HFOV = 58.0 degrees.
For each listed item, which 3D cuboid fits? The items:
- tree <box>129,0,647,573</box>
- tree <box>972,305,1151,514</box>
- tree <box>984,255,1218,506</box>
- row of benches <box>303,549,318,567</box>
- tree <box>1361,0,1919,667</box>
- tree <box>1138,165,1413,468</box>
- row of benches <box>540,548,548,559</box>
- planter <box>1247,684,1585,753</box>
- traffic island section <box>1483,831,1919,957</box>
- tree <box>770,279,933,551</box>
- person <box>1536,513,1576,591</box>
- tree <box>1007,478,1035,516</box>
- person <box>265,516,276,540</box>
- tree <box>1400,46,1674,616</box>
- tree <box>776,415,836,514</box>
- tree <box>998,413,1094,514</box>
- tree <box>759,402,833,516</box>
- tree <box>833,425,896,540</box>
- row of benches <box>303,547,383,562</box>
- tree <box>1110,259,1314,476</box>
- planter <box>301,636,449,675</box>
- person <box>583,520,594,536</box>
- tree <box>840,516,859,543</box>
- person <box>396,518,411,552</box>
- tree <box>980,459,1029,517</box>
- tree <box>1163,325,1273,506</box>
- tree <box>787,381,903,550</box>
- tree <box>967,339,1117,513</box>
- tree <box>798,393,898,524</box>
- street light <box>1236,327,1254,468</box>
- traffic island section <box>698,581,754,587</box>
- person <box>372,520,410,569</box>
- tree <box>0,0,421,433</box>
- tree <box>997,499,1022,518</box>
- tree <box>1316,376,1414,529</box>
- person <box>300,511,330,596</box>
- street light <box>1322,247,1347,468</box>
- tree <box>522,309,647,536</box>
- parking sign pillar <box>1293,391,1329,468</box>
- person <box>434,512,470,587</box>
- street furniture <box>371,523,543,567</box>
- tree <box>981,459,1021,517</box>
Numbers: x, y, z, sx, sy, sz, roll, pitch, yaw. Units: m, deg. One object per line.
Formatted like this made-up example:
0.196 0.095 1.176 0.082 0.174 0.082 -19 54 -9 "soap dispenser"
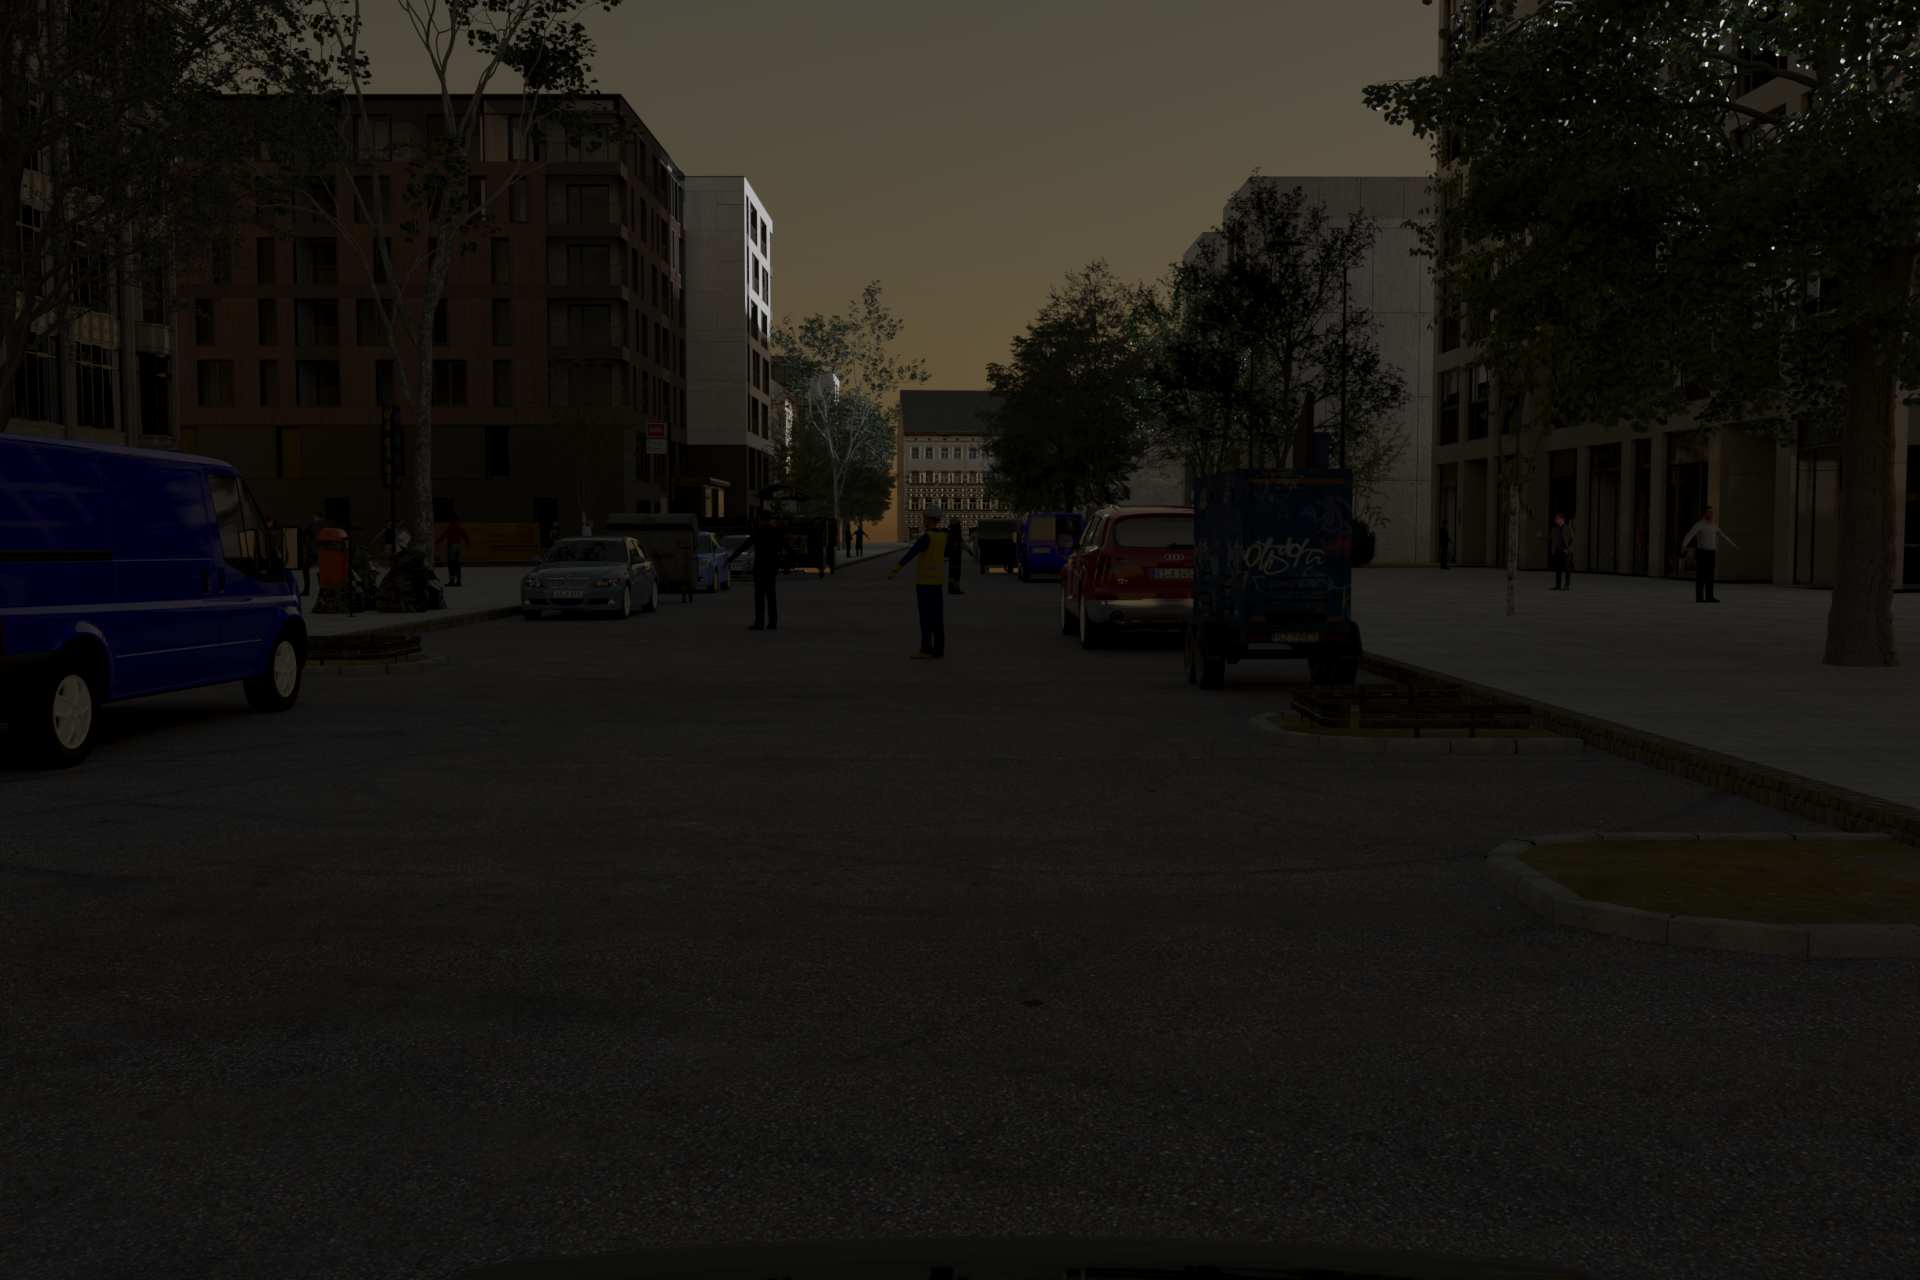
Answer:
-12.913 -11.272 40.189 12.611 20.169 13.585 0 3 0 "tree"
5.776 -11.417 93.326 9.857 13.997 8.962 0 3 0 "tree"
6.179 -10.207 77.248 12.009 13.543 11.850 0 3 0 "tree"
-26.005 -3.276 69.020 1.422 0.672 4.104 -1 4 -17 "row of benches"
8.777 -6.730 16.695 9.857 13.997 8.962 0 3 0 "tree"
8.099 -6.752 44.802 7.601 10.594 8.767 -1 4 -18 "tree"
-17.514 -3.780 77.274 4.104 0.672 1.422 -1 4 -19 "row of benches"
3.097 0.540 12.308 1.991 0.319 1.994 0 4 1 "planter"
3.177 0.979 6.853 1.991 0.108 1.994 0 4 0 "traffic island section"
-8.619 -16.747 129.707 12.611 20.169 13.585 0 3 0 "tree"
13.512 -2.003 39.324 0.750 1.759 0.617 -1 4 -18 "person"
5.061 -11.542 139.081 4.360 8.622 3.978 0 3 0 "tree"
-16.312 -2.071 40.830 0.530 1.710 0.541 -1 4 -18 "person"
8.915 -4.687 26.996 4.737 8.622 4.395 0 3 0 "tree"
-9.901 -9.608 107.460 4.360 8.622 3.978 0 3 0 "tree"
5.989 -12.458 121.816 7.486 12.596 7.792 0 3 0 "tree"
-9.363 -8.953 96.744 4.737 8.622 4.395 0 3 0 "tree"
-9.824 -15.205 166.736 7.486 12.596 7.792 0 3 0 "tree"
-28.788 -3.950 80.041 4.104 0.672 1.422 0 4 1 "row of benches"
9.525 -8.574 65.938 9.928 11.665 9.643 0 3 0 "tree"
-6.608 0.159 18.541 1.991 0.319 1.994 0 4 0 "planter"
-11.140 -2.765 52.184 0.436 1.711 0.756 -1 4 -16 "person"
-17.284 -21.006 261.566 7.486 12.596 7.792 0 3 0 "tree"
-15.941 -2.611 49.403 0.621 1.740 0.551 1 4 12 "person"
5.342 -13.269 151.352 8.767 10.594 7.601 2 4 33 "tree"
8.444 -6.595 58.192 4.360 8.622 3.978 0 3 0 "tree"
-9.616 -14.490 143.563 9.857 13.997 8.962 0 3 0 "tree"
5.643 -12.059 107.532 12.009 13.543 11.850 0 3 0 "tree"
-10.207 -15.190 155.009 9.857 13.997 8.962 0 3 0 "tree"
6.918 -3.999 37.931 1.470 5.913 1.316 0 4 -1 "street light"
-6.655 -1.553 48.252 1.991 0.108 1.994 0 4 0 "traffic island section"
-20.731 -3.476 62.996 1.345 1.807 0.704 -2 4 -32 "person"
-12.356 -6.831 22.061 12.009 13.543 11.850 0 3 0 "tree"
5.490 -13.356 168.735 4.737 8.622 4.395 0 3 0 "tree"
17.301 -7.653 75.490 4.737 8.622 4.395 0 3 0 "tree"
-13.458 -1.805 36.000 0.568 1.767 0.683 3 4 37 "person"
6.609 -3.357 27.427 1.470 5.913 1.316 0 3 0 "street light"
-12.813 -6.568 57.756 4.360 8.622 3.978 0 3 0 "tree"
6.750 -2.752 33.464 1.447 3.967 1.447 0 4 0 "parking sign pillar"
-12.389 -2.214 42.301 0.704 1.816 1.345 2 4 24 "person"
-20.867 -3.942 71.305 11.010 1.723 9.812 -2 4 -28 "street furniture"
5.682 -13.877 161.303 8.767 10.594 7.601 1 4 15 "tree"
